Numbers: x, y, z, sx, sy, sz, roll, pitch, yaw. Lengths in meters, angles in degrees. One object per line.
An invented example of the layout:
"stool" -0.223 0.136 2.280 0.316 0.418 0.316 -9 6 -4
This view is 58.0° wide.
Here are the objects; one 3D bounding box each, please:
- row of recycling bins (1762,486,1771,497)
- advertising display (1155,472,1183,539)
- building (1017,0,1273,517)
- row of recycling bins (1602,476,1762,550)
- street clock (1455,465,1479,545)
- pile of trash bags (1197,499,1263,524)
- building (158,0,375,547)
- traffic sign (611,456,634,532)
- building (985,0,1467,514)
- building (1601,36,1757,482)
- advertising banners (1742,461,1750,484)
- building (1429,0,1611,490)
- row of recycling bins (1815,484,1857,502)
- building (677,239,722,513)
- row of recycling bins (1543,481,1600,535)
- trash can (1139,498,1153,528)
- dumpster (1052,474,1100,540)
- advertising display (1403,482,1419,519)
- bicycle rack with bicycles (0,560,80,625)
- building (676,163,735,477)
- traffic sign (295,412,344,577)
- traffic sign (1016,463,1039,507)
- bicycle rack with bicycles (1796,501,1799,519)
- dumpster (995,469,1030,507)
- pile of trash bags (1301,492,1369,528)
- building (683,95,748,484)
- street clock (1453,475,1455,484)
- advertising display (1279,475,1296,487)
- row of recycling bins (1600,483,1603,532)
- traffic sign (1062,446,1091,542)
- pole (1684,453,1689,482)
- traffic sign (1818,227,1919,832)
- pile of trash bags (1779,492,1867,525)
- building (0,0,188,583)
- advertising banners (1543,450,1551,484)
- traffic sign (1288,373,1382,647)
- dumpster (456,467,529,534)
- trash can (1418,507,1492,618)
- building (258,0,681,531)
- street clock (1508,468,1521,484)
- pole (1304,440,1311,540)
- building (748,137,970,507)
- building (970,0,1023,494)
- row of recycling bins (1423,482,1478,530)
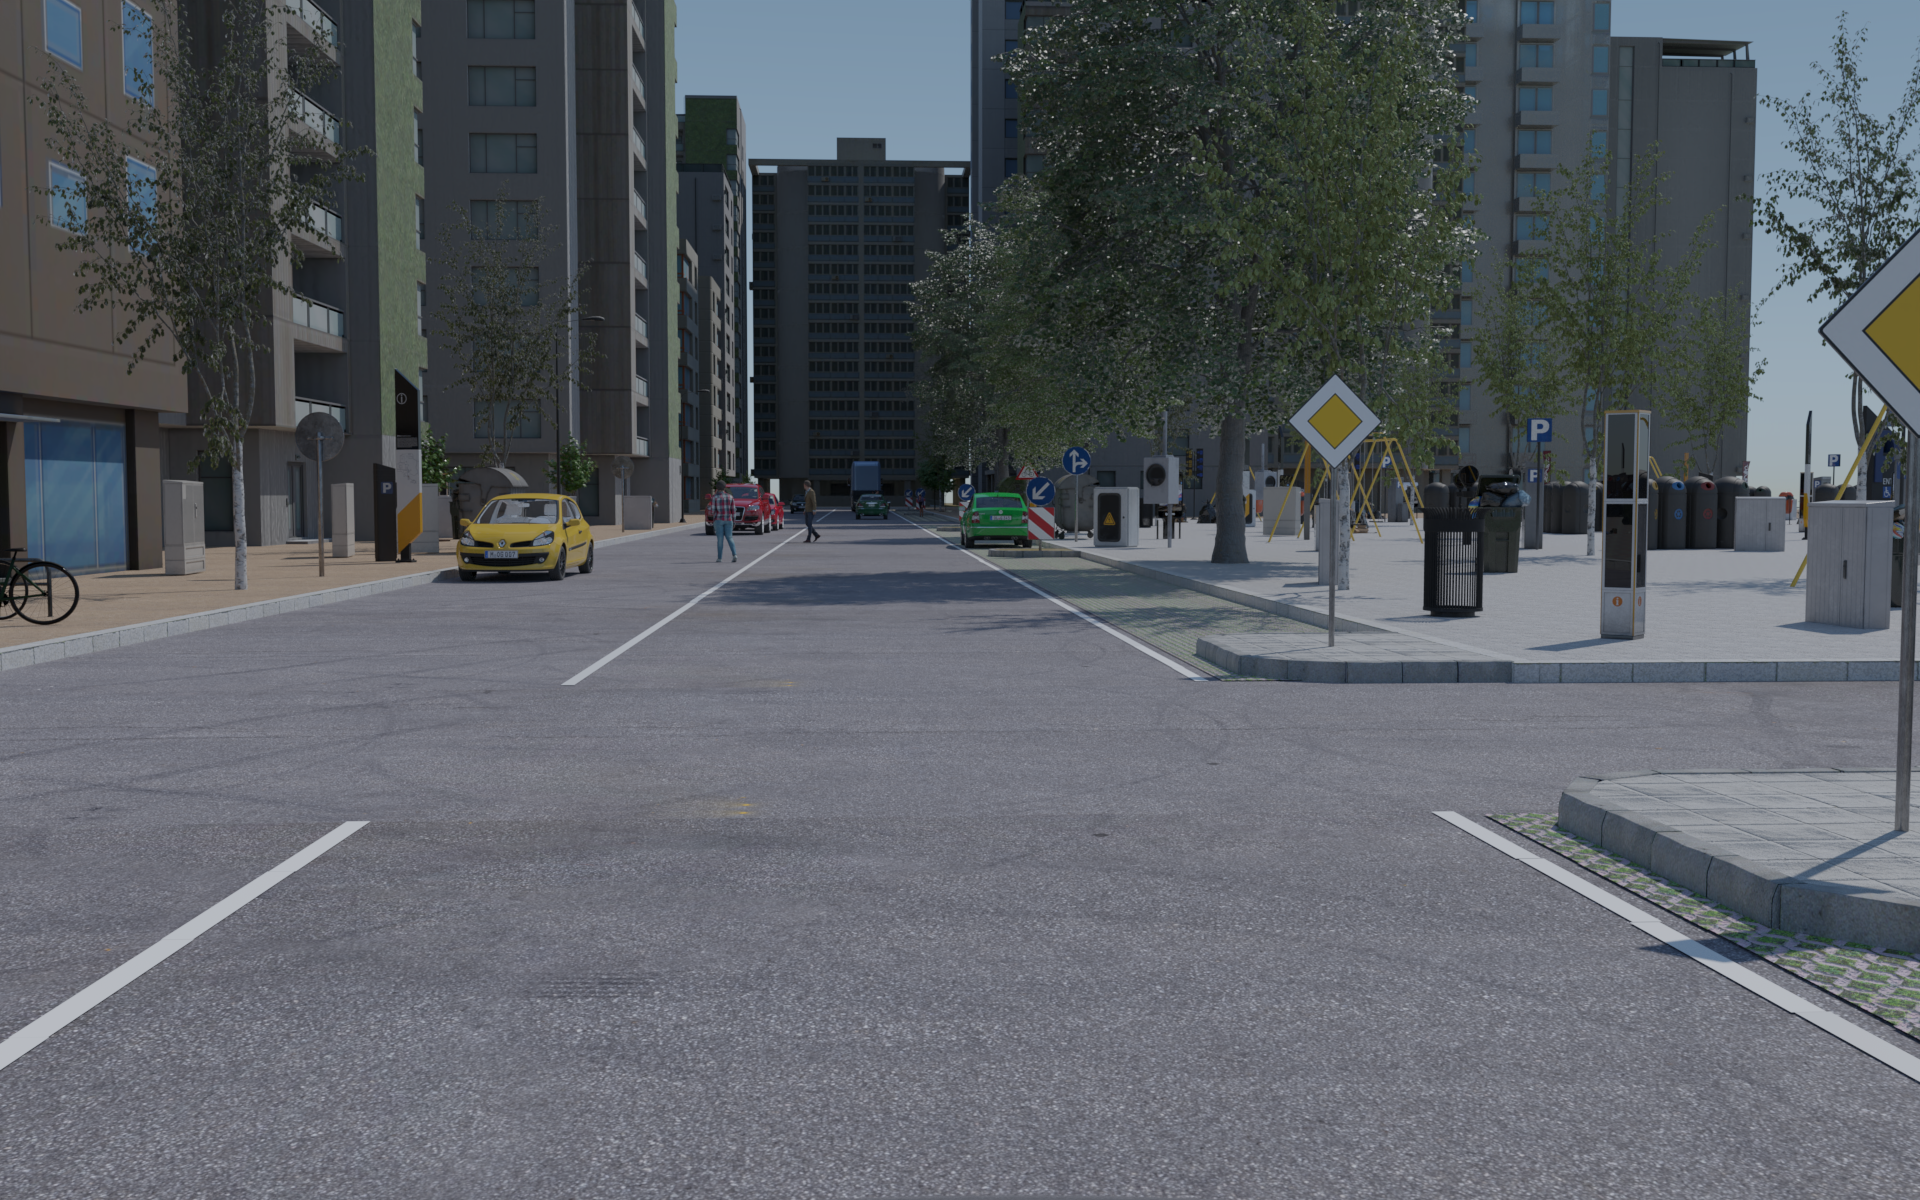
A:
"row of recycling bins" 39.902 -4.980 88.532 1.069 1.692 3.534 -2 4 -25
"advertising display" 5.965 -2.704 49.432 0.974 1.923 0.123 -2 4 -35
"building" 10.226 -20.305 103.685 14.160 30.474 14.107 0 4 -3
"row of recycling bins" 16.834 -2.035 40.384 3.534 1.692 1.069 -1 4 -21
"street clock" 12.829 -2.395 43.728 0.471 2.002 0.358 0 4 8
"pile of trash bags" 12.084 -4.045 75.881 3.447 1.369 1.912 -3 5 -40
"building" -22.576 -22.029 43.770 14.154 41.232 14.086 0 4 -3
"traffic sign" -11.291 -3.540 57.977 0.768 2.556 0.104 0 4 0
"building" 18.243 -26.377 123.142 32.217 40.220 23.993 0 4 -3
"building" 62.563 -29.084 159.116 14.086 41.232 14.154 0 4 -3
"advertising banners" 40.776 -5.810 91.189 2.074 3.025 0.090 -1 4 -20
"building" 40.391 -32.618 152.916 30.456 49.044 23.786 0 4 -3
"row of recycling bins" 35.586 -3.791 69.095 3.534 1.692 1.069 -2 4 -24
"building" -33.150 -17.497 131.116 27.650 21.520 28.899 0 4 -3
"row of recycling bins" 19.746 -3.027 56.610 1.069 1.692 3.534 0 4 4
"trash can" 7.049 -3.320 65.930 0.748 1.137 0.748 0 3 0
"dumpster" 3.332 -2.670 49.405 1.264 1.857 1.865 0 4 -3
"advertising display" 23.255 -5.164 89.651 0.974 1.923 0.123 0 4 -7
"bicycle rack with bicycles" -10.130 -0.221 16.993 2.925 0.926 2.852 0 4 -4
"building" -27.239 -23.362 153.675 14.107 30.474 14.160 0 4 -3
"traffic sign" -9.919 -1.635 26.838 0.768 2.556 0.104 0 4 2
"traffic sign" 2.479 -3.876 63.384 0.884 2.594 0.081 0 4 2
"bicycle rack with bicycles" 43.889 -4.594 88.488 2.925 0.926 2.852 -1 4 -16
"dumpster" 2.156 -3.967 67.348 1.502 2.255 1.985 0 4 -3
"pile of trash bags" 14.011 -3.463 66.364 1.912 1.369 3.447 -3 4 -38
"building" -29.553 -30.419 180.947 14.086 41.232 14.154 0 4 -3
"street clock" 16.851 -3.290 58.357 0.471 2.002 0.358 0 4 4
"advertising display" 10.946 -3.221 57.870 0.123 1.923 0.974 -1 4 -17
"row of recycling bins" 22.282 -3.113 58.004 1.069 1.692 3.534 -2 4 -24
"traffic sign" 3.122 -2.834 46.442 0.768 2.556 0.104 0 4 5
"pole" 35.986 -5.629 85.883 0.158 3.312 0.155 0 3 0
"traffic sign" 3.587 -0.177 6.538 0.795 2.450 0.064 0 4 -3
"pile of trash bags" 36.017 -3.861 72.887 3.447 1.369 1.912 -1 4 -11
"building" -20.002 -22.724 21.656 14.600 45.320 14.200 0 4 -3
"advertising banners" 23.811 -4.447 68.904 0.090 3.025 2.074 -1 4 -18
"traffic sign" 3.122 -0.665 14.510 0.795 2.450 0.064 0 4 -3
"dumpster" -10.224 -1.964 37.872 1.264 1.857 1.865 0 4 -3
"trash can" 5.181 -0.399 18.180 0.748 1.137 0.748 0 3 0
"building" -19.602 -23.780 72.396 14.154 41.232 14.086 0 4 -3
"street clock" 15.216 -2.631 47.592 0.358 2.002 0.471 0 4 -1
"pole" 9.710 -3.338 48.412 0.158 3.312 0.155 0 3 0
"building" -10.900 -30.553 191.422 23.993 40.220 32.217 0 4 -3
"building" 11.368 -37.082 148.281 21.231 58.520 28.212 0 4 -3
"row of recycling bins" 18.064 -3.349 61.866 3.534 1.692 1.069 -2 4 -28
